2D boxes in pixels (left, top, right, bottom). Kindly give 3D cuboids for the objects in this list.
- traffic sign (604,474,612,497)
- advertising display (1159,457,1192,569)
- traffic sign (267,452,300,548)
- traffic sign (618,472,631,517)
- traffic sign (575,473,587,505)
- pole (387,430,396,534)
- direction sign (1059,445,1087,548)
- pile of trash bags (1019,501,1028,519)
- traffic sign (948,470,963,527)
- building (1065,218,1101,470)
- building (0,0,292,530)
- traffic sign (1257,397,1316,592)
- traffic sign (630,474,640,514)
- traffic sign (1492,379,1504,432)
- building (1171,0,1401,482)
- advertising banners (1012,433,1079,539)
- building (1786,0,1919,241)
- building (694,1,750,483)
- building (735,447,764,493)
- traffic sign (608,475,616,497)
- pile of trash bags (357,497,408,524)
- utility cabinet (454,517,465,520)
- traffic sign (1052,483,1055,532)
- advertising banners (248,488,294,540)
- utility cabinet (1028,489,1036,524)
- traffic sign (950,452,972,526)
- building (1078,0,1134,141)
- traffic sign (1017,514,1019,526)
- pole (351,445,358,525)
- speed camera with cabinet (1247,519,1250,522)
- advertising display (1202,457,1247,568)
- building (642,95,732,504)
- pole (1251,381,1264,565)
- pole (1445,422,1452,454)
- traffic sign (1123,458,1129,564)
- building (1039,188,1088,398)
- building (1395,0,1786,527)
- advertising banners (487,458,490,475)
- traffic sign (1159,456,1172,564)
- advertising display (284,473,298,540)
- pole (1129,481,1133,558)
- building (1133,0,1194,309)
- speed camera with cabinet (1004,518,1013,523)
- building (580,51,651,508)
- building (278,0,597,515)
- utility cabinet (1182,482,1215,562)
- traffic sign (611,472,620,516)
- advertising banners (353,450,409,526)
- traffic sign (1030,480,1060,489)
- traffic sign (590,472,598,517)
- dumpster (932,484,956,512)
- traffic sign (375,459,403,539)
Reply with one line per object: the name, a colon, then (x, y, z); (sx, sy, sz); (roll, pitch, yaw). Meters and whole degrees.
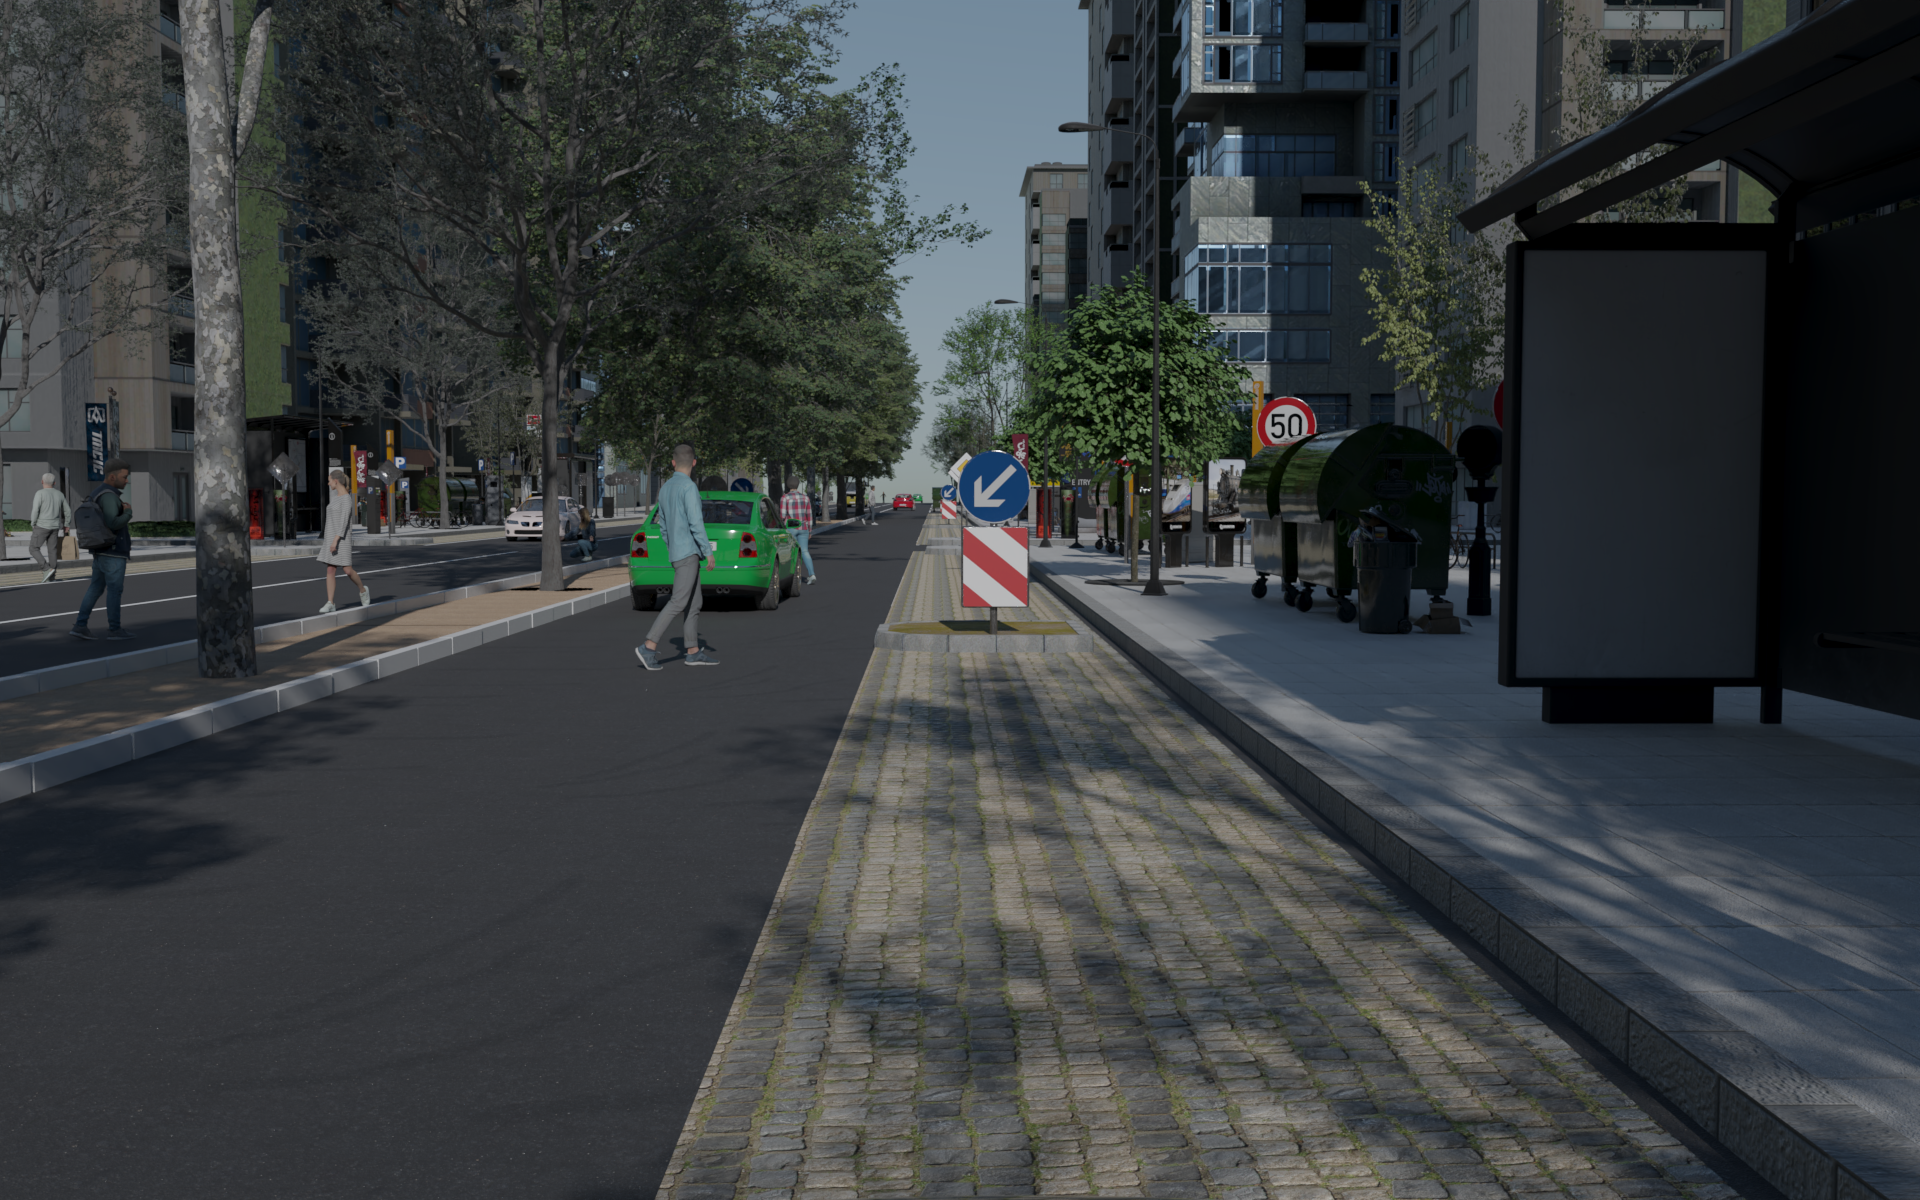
traffic sign: (-22.480, -6.799, 111.275); (0.768, 2.556, 0.104); (0, 4, 3)
advertising display: (3.718, -1.522, 30.106); (0.123, 1.923, 0.974); (3, 5, 41)
traffic sign: (-16.186, -2.313, 41.459); (0.795, 2.450, 0.064); (0, 4, -1)
traffic sign: (-18.989, -5.988, 98.010); (0.768, 2.556, 0.104); (0, 4, 3)
traffic sign: (-18.503, -5.041, 84.558); (0.606, 2.300, 0.079); (0, 4, 2)
pole: (-18.208, -3.766, 55.416); (0.158, 3.312, 0.155); (0, 3, 0)
direction sign: (2.773, -3.002, 41.078); (0.876, 3.537, 0.379); (1, 4, 20)
pile of trash bags: (3.774, -4.854, 89.118); (1.912, 1.369, 3.447); (-1, 4, -19)
traffic sign: (0.047, -2.814, 49.647); (0.795, 2.450, 0.064); (0, 4, -1)
building: (17.949, -25.159, 183.047); (14.160, 30.474, 14.107); (0, 4, -1)
building: (-35.313, -23.370, 65.691); (14.154, 41.232, 14.086); (0, 4, -1)
traffic sign: (4.274, -1.384, 22.736); (0.768, 2.556, 0.104); (1, 4, 8)
traffic sign: (-20.885, -6.790, 111.130); (0.768, 2.556, 0.104); (0, 4, 3)
traffic sign: (5.722, -1.061, 17.457); (0.768, 2.556, 0.104); (0, 3, 0)
building: (21.231, -48.337, 102.979); (22.319, 86.520, 31.000); (0, 4, -1)
advertising banners: (2.442, -3.275, 49.738); (2.074, 3.025, 0.090); (2, 4, 24)
building: (20.910, -13.727, 17.939); (14.314, 27.812, 24.014); (0, 4, -1)
building: (-42.010, -50.028, 256.205); (20.563, 71.187, 20.611); (0, 4, -1)
building: (-39.017, -36.166, 274.902); (14.154, 41.232, 14.086); (0, 4, -1)
traffic sign: (-22.198, -6.780, 110.959); (0.768, 2.556, 0.104); (0, 4, 3)
pile of trash bags: (-25.189, -3.915, 73.769); (3.447, 1.369, 1.912); (0, 4, 7)
utility cabinet: (-24.736, -4.544, 85.454); (0.306, 1.237, 1.020); (-3, 5, -44)
traffic sign: (3.178, -3.599, 58.954); (0.768, 2.556, 0.104); (1, 4, 9)
advertising banners: (-19.652, -3.188, 48.306); (2.074, 3.025, 0.090); (0, 4, 1)
utility cabinet: (3.436, -3.981, 73.761); (1.173, 1.500, 0.318); (3, 5, 41)
traffic sign: (0.157, -2.325, 41.663); (0.795, 2.450, 0.064); (0, 4, -1)
building: (26.348, -34.977, 161.111); (28.713, 52.752, 27.495); (0, 4, -1)
traffic sign: (1.928, -3.495, 57.155); (0.884, 2.594, 0.081); (0, 4, 6)
pole: (-25.348, -4.810, 72.480); (0.158, 3.312, 0.155); (0, 3, 0)
speed camera with cabinet: (12.749, -4.990, 75.917); (0.660, 3.252, 2.038); (0, 4, 2)
advertising display: (4.638, -1.536, 30.333); (0.974, 1.923, 0.123); (-3, 4, -37)
building: (-42.978, -42.215, 232.211); (21.231, 58.520, 28.212); (0, 4, -1)
pole: (5.381, -2.293, 31.340); (0.158, 3.312, 0.155); (0, 3, 0)
pole: (13.793, -3.370, 48.950); (0.158, 3.312, 0.155); (0, 3, 0)
traffic sign: (3.070, -1.942, 31.864); (0.768, 2.556, 0.104); (0, 4, 8)
building: (17.613, -33.654, 233.830); (14.154, 41.232, 14.086); (0, 4, -1)
building: (26.131, -23.548, 68.601); (14.086, 41.232, 14.154); (0, 4, -1)
advertising banners: (-22.812, -5.409, 84.625); (0.090, 3.025, 2.074); (0, 4, 1)
traffic sign: (3.668, -1.930, 31.663); (0.768, 2.556, 0.104); (0, 4, 1)
advertising display: (-18.957, -2.681, 49.054); (0.123, 1.923, 0.974); (-2, 4, -35)
pole: (3.432, -2.503, 34.775); (0.158, 3.312, 0.155); (0, 3, 0)
building: (22.850, -42.706, 136.490); (20.563, 71.187, 20.611); (0, 4, -1)
speed camera with cabinet: (2.189, -5.147, 78.487); (0.660, 3.252, 2.038); (1, 4, 23)
building: (-42.015, -52.254, 167.021); (22.319, 86.520, 31.000); (0, 4, -1)
building: (-41.771, -29.590, 138.418); (22.147, 44.769, 28.867); (0, 4, -1)
utility cabinet: (4.442, -1.453, 32.443); (0.318, 1.500, 1.173); (3, 5, 40)
traffic sign: (-19.733, -6.086, 99.614); (0.768, 2.556, 0.104); (0, 4, 7)
advertising banners: (-23.329, -4.501, 69.774); (2.074, 3.025, 0.090); (-1, 4, -14)
traffic sign: (3.577, -4.182, 62.255); (2.265, 3.308, 0.079); (0, 4, 8)
traffic sign: (-20.459, -5.864, 95.982); (0.768, 2.556, 0.104); (0, 4, 4)
dumpster: (-1.258, -8.101, 137.408); (1.985, 2.255, 1.502); (0, 4, -2)
traffic sign: (-16.296, -2.801, 49.444); (0.795, 2.450, 0.064); (0, 4, -1)
